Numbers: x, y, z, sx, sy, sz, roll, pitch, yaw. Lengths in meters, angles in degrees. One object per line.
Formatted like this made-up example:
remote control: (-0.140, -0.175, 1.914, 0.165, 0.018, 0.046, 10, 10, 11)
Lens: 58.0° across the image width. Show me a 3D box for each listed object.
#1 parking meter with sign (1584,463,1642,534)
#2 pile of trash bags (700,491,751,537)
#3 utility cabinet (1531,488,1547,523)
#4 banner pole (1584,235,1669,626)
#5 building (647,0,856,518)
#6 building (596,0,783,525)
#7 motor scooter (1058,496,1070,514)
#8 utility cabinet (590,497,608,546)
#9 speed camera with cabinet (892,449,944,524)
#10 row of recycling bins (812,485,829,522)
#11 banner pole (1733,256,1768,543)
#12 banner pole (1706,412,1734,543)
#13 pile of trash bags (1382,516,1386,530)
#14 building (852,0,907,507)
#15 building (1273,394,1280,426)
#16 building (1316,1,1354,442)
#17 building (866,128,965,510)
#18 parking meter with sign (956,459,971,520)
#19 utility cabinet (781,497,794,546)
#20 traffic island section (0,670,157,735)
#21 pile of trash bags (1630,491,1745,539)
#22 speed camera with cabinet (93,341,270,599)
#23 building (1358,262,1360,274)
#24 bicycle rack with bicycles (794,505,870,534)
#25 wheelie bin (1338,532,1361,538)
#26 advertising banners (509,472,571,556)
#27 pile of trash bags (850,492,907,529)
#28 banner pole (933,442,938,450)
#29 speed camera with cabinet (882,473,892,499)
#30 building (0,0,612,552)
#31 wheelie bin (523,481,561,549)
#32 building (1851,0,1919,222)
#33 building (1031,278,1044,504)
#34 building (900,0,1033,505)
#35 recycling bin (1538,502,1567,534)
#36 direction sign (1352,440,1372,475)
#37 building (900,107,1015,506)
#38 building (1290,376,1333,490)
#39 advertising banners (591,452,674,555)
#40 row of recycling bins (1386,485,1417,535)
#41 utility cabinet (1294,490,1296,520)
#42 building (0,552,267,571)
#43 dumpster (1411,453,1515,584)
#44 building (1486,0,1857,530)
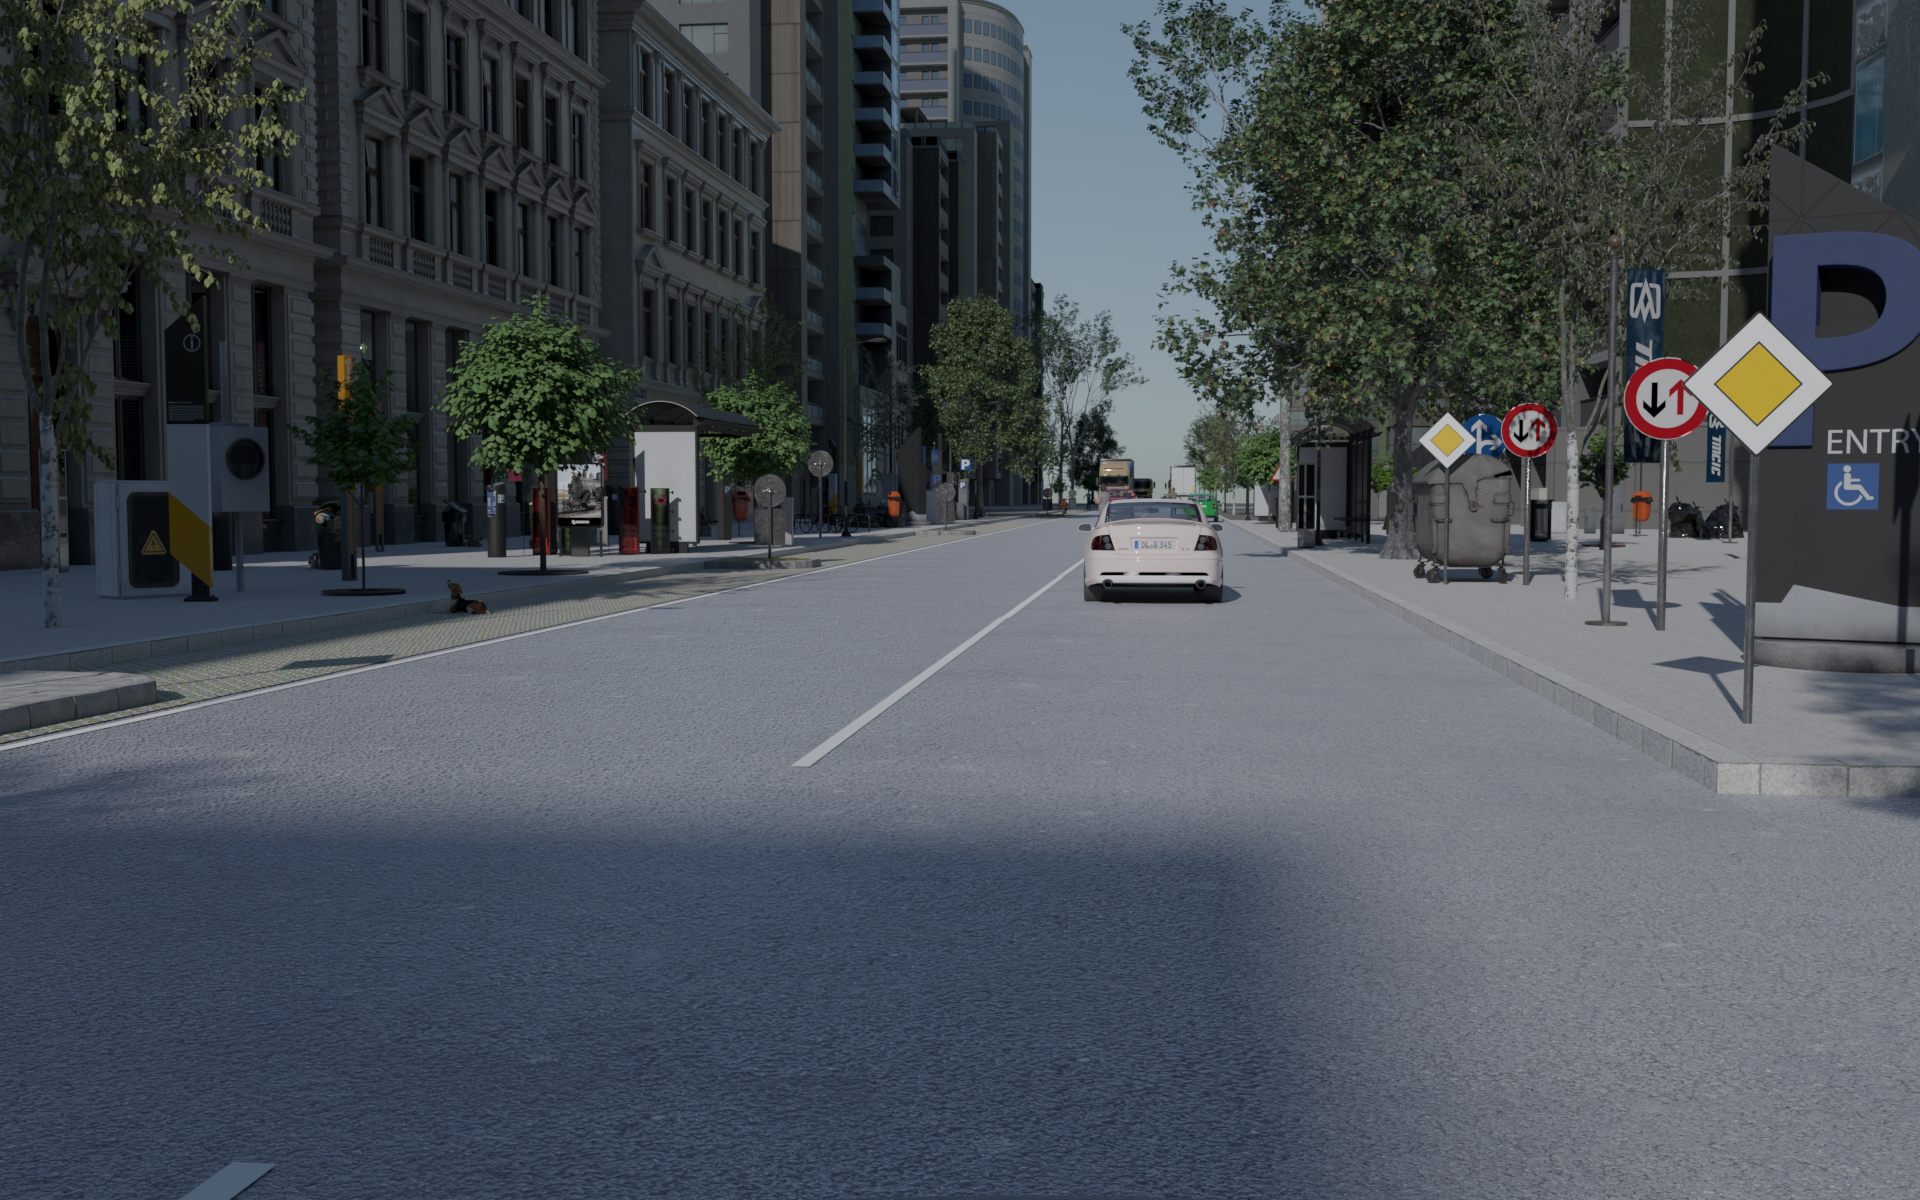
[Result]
parking meter with sign: (21.073, -3.645, 55.855, 1.738, 3.016, 0.543, 1, 4, 15)
pile of trash bags: (-8.079, -2.632, 52.785, 3.447, 1.369, 1.912, -1, 4, -19)
utility cabinet: (20.833, -3.289, 62.451, 0.318, 1.500, 1.173, 0, 4, 3)
banner pole: (6.555, -1.648, 16.956, 0.863, 3.779, 0.401, -1, 4, -20)
building: (-13.917, -25.167, 95.076, 14.154, 41.232, 14.086, 0, 4, 7)
building: (-15.174, -14.330, 70.456, 11.583, 22.565, 21.152, 0, 4, 7)
motor scooter: (7.392, -6.725, 122.733, 0.815, 1.314, 1.986, 1, 4, 9)
utility cabinet: (-9.166, -1.983, 43.588, 0.306, 1.237, 1.020, -2, 4, -29)
speed camera with cabinet: (-1.734, -4.835, 73.380, 2.038, 3.252, 0.660, -1, 4, -9)
row of recycling bins: (-6.453, -4.525, 81.104, 1.069, 1.692, 3.534, 0, 4, -5)
banner pole: (7.697, -1.614, 16.398, 0.401, 3.779, 0.863, 3, 4, 37)
banner pole: (19.872, -3.372, 45.146, 0.863, 3.779, 0.401, 1, 4, 11)
pile of trash bags: (16.895, -3.203, 62.116, 3.447, 1.369, 1.912, -2, 4, -34)
building: (-15.082, -49.189, 116.917, 22.319, 86.520, 31.000, 0, 4, 7)
building: (52.388, -36.986, 224.331, 23.786, 49.044, 30.456, 0, 4, 7)
building: (42.463, -33.335, 134.262, 28.713, 52.752, 27.495, 0, 4, 7)
building: (-7.343, -22.548, 140.359, 14.160, 30.474, 14.107, 0, 4, 7)
parking meter with sign: (0.155, -5.453, 85.417, 0.543, 3.016, 1.738, 1, 4, 9)
utility cabinet: (-4.269, -1.938, 42.852, 0.306, 1.237, 1.020, 0, 4, -4)
traffic island section: (-6.583, 0.687, 11.055, 2.009, 0.180, 2.903, 0, 4, 7)
pile of trash bags: (21.412, -2.535, 51.206, 1.912, 1.369, 3.447, -3, 4, -36)
speed camera with cabinet: (-9.815, -1.685, 21.892, 0.660, 3.252, 2.038, 3, 4, 37)
building: (33.232, -20.998, 115.010, 14.160, 30.474, 14.107, 0, 4, 7)
bicycle rack with bicycles: (-4.239, -2.686, 57.303, 2.852, 0.926, 2.925, -3, 5, -43)
wheelie bin: (11.442, -2.620, 50.749, 0.693, 1.594, 0.980, -2, 4, -26)
advertising banners: (-8.736, -2.447, 36.196, 2.074, 3.025, 0.090, 2, 4, 28)
pile of trash bags: (-2.920, -3.423, 65.726, 1.912, 1.369, 3.447, -1, 4, -20)
banner pole: (-1.141, -5.710, 83.382, 0.401, 3.779, 0.863, -2, 4, -26)
speed camera with cabinet: (-2.670, -5.021, 76.421, 0.660, 3.252, 2.038, 2, 4, 29)
building: (-18.163, -13.532, 50.133, 11.050, 23.489, 19.941, 0, 4, 7)
wheelie bin: (-9.686, -1.986, 40.383, 0.980, 1.594, 0.693, 0, 4, 3)
building: (30.427, -24.767, 24.545, 30.456, 49.044, 23.786, 0, 4, 7)
building: (3.551, -27.944, 228.588, 14.160, 30.474, 14.107, 0, 4, 7)
building: (-3.097, -40.669, 206.929, 21.231, 58.520, 28.212, 0, 4, 7)
recycling bin: (19.190, -2.662, 56.081, 0.722, 1.027, 0.722, 0, 4, 3)
direction sign: (16.323, -4.808, 70.600, 0.876, 3.537, 0.379, 1, 4, 18)
building: (-1.815, -30.672, 185.077, 14.154, 41.232, 14.086, 0, 4, 7)
building: (42.533, -30.855, 188.080, 14.154, 41.232, 14.086, 0, 4, 7)
advertising banners: (-6.933, -2.458, 36.377, 2.074, 3.025, 0.090, -3, 5, -41)
row of recycling bins: (14.632, -2.824, 53.288, 1.069, 1.692, 3.534, -3, 5, -40)
utility cabinet: (15.870, -4.570, 83.396, 1.173, 1.500, 0.318, -2, 4, -27)
building: (-20.484, -12.323, 30.364, 11.050, 23.489, 19.941, 0, 4, 7)
dumpster: (7.392, -1.206, 25.482, 1.264, 1.857, 1.865, 0, 4, 7)
building: (32.250, -38.299, 64.440, 20.563, 71.187, 20.611, 0, 4, 7)
